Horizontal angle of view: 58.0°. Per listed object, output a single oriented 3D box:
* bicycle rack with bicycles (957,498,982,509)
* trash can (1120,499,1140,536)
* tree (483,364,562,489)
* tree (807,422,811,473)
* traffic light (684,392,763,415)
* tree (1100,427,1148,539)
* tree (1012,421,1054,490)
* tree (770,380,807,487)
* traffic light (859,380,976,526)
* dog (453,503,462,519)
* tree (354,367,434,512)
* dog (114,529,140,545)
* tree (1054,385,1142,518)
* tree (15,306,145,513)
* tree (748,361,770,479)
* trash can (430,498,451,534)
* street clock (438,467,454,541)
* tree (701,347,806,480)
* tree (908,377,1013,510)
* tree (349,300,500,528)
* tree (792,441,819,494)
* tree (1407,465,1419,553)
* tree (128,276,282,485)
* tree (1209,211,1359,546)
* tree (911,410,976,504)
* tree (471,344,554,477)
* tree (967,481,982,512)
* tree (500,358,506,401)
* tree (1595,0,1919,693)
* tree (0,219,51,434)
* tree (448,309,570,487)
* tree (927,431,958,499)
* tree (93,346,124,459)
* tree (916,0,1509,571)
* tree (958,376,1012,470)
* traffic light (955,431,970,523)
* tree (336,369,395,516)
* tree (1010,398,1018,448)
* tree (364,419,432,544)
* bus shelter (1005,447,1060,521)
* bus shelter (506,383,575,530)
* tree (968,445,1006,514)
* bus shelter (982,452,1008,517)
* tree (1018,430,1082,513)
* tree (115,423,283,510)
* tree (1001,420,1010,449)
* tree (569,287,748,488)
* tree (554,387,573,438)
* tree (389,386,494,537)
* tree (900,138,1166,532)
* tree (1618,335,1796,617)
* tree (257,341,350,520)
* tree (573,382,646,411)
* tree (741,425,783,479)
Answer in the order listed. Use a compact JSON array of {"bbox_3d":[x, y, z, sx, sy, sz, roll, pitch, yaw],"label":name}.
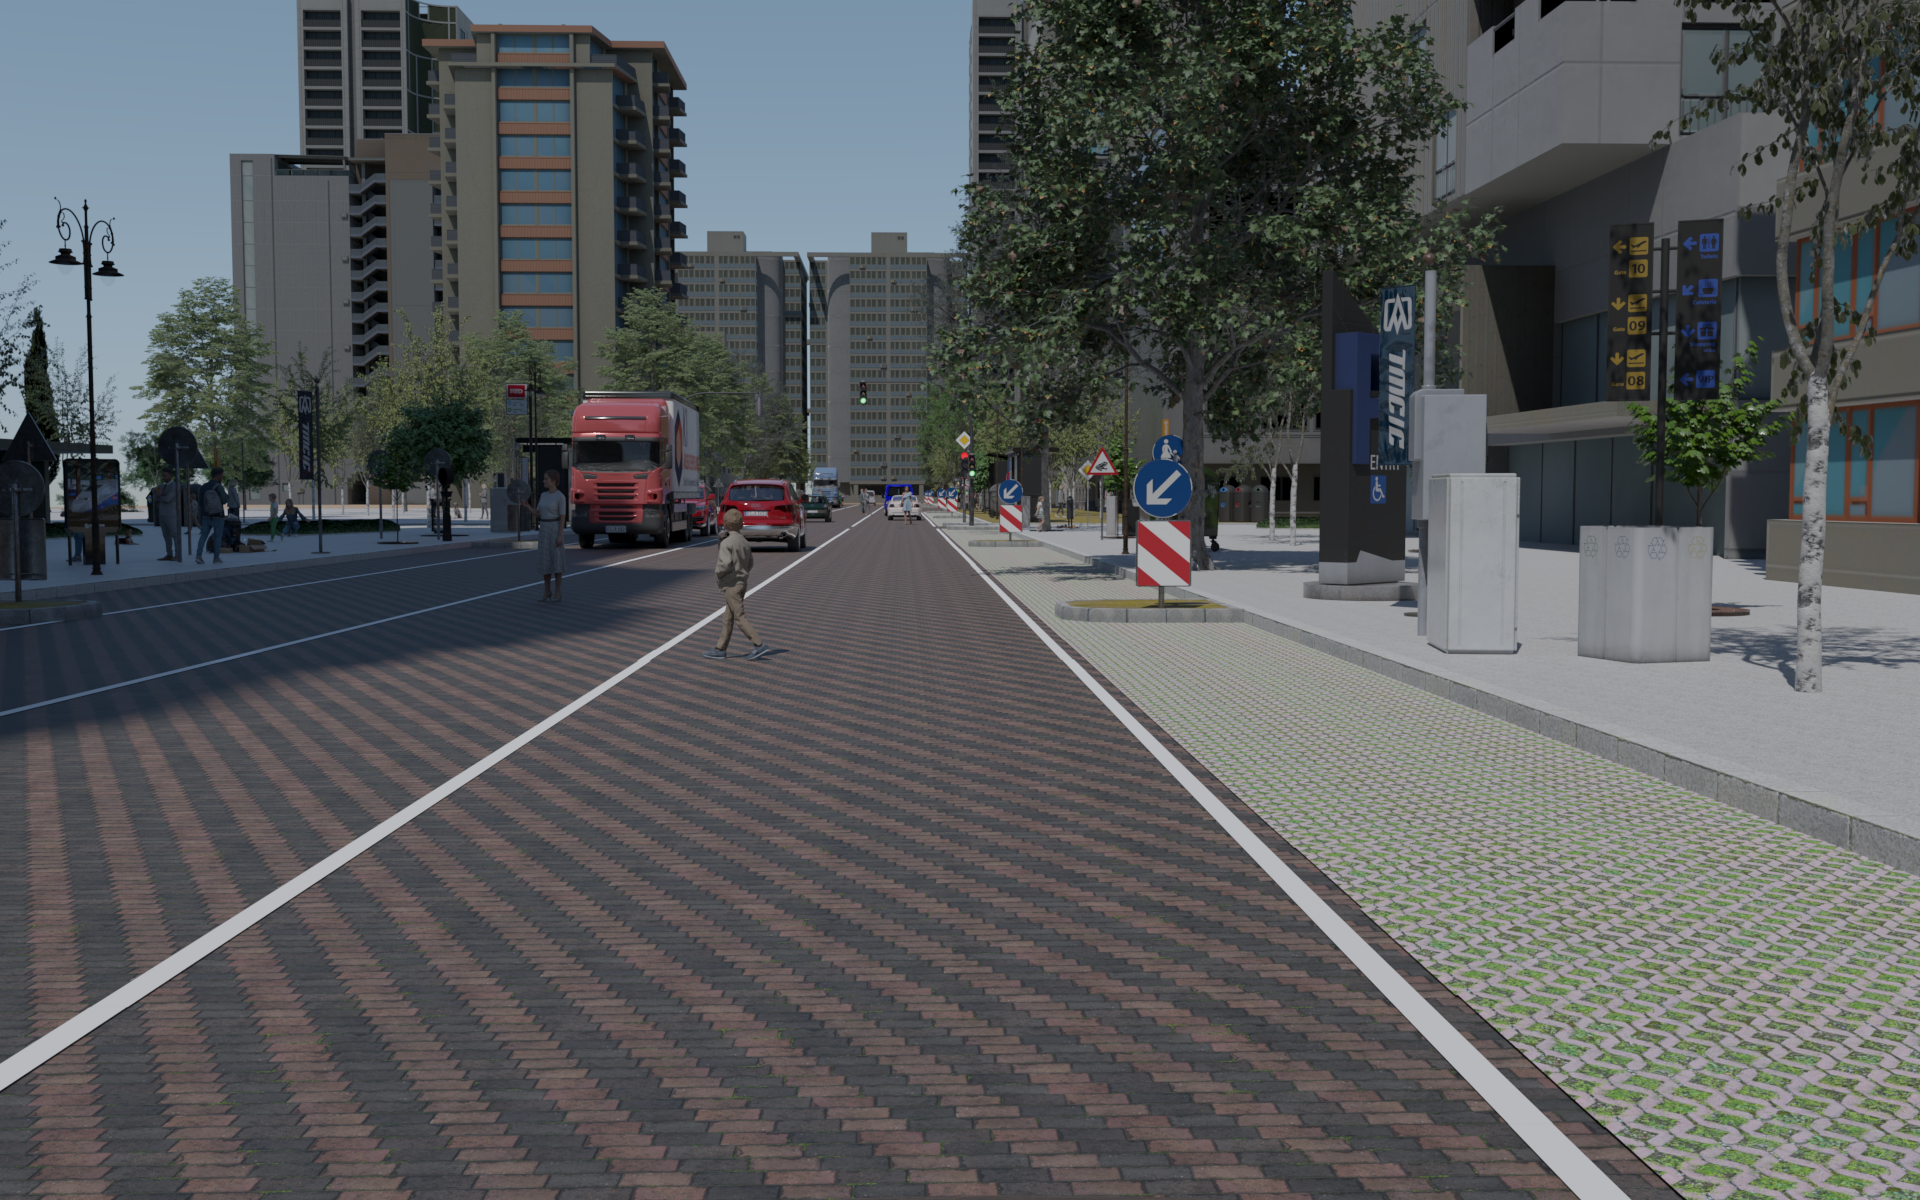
[{"bbox_3d":[1.079,-8.187,147.234,2.925,0.926,2.852,0,4,5],"label":"bicycle rack with bicycles"},{"bbox_3d":[5.240,-2.515,52.781,0.748,1.137,0.748,0,3,0],"label":"trash can"},{"bbox_3d":[-24.920,-9.016,97.775,4.360,8.622,3.978,0,3,0],"label":"tree"},{"bbox_3d":[-20.734,-17.020,196.399,7.486,12.596,7.792,0,3,0],"label":"tree"},{"bbox_3d":[-11.188,-6.276,77.285,4.771,5.953,1.251,0,4,-2],"label":"traffic light"},{"bbox_3d":[4.537,-3.393,50.072,1.663,3.219,1.824,0,3,0],"label":"tree"},{"bbox_3d":[6.369,-9.166,100.226,4.737,8.622,4.395,0,3,0],"label":"tree"},{"bbox_3d":[-18.894,-14.870,161.244,7.486,12.596,7.792,0,3,0],"label":"tree"},{"bbox_3d":[-1.646,-5.797,69.450,4.771,5.953,1.251,0,4,-2],"label":"traffic light"},{"bbox_3d":[-26.292,-4.689,91.047,0.800,0.831,0.513,-2,4,-33],"label":"dog"},{"bbox_3d":[-40.190,-11.700,125.705,8.767,10.594,7.601,0,4,0],"label":"tree"},{"bbox_3d":[-21.163,-1.603,43.951,0.550,0.427,0.748,-2,4,-33],"label":"dog"},{"bbox_3d":[7.447,-8.578,90.612,4.737,8.622,4.395,0,3,0],"label":"tree"},{"bbox_3d":[-66.532,-13.237,118.240,13.155,14.587,18.604,2,4,33],"label":"tree"},{"bbox_3d":[-17.582,-12.417,121.137,7.486,12.596,7.792,0,3,0],"label":"tree"},{"bbox_3d":[-16.901,-2.735,56.373,0.748,1.137,0.748,0,3,0],"label":"trash can"},{"bbox_3d":[-13.941,-2.597,47.024,0.471,2.002,0.358,3,5,42],"label":"street clock"},{"bbox_3d":[-17.923,-14.233,143.075,12.009,13.543,11.850,0,3,0],"label":"tree"},{"bbox_3d":[0.872,-13.277,142.836,9.928,11.665,9.643,0,3,0],"label":"tree"},{"bbox_3d":[-20.329,-7.078,66.084,4.737,8.622,4.395,0,3,0],"label":"tree"},{"bbox_3d":[-20.401,-16.983,228.032,4.737,8.622,4.395,0,3,0],"label":"tree"},{"bbox_3d":[10.507,-2.651,37.951,1.663,3.219,1.824,0,3,0],"label":"tree"},{"bbox_3d":[-39.363,-10.552,90.649,7.486,12.596,7.792,0,3,0],"label":"tree"},{"bbox_3d":[8.244,-5.664,42.963,4.360,8.622,3.978,0,3,0],"label":"tree"},{"bbox_3d":[-1.581,-19.759,229.718,9.857,13.997,8.962,0,3,0],"label":"tree"},{"bbox_3d":[-37.266,-14.192,142.403,12.009,13.543,11.850,0,3,0],"label":"tree"},{"bbox_3d":[1.202,-7.979,125.062,1.663,3.219,1.824,0,3,0],"label":"tree"},{"bbox_3d":[-23.041,-7.907,79.640,4.737,8.622,4.395,0,3,0],"label":"tree"},{"bbox_3d":[5.751,-3.707,10.972,4.360,8.622,3.978,0,3,0],"label":"tree"},{"bbox_3d":[-25.220,-5.703,43.612,4.360,8.622,3.978,0,3,0],"label":"tree"},{"bbox_3d":[-27.719,-11.494,106.056,7.486,12.596,7.792,0,3,0],"label":"tree"},{"bbox_3d":[-1.328,-14.623,189.454,4.737,8.622,4.395,0,3,0],"label":"tree"},{"bbox_3d":[-42.065,-8.054,82.041,4.360,8.622,3.978,0,3,0],"label":"tree"},{"bbox_3d":[4.020,-6.847,28.953,9.611,12.733,9.660,0,3,0],"label":"tree"},{"bbox_3d":[2.297,-9.574,106.900,4.737,8.622,4.395,0,3,0],"label":"tree"},{"bbox_3d":[0.177,-5.426,77.641,0.839,4.253,0.868,0,4,-2],"label":"traffic light"},{"bbox_3d":[-35.098,-9.311,102.597,4.360,8.622,3.978,0,3,0],"label":"tree"},{"bbox_3d":[5.794,-10.498,122.011,4.360,8.622,3.978,0,3,0],"label":"tree"},{"bbox_3d":[-14.392,-3.059,44.623,1.663,3.219,1.824,0,3,0],"label":"tree"},{"bbox_3d":[3.283,-6.370,81.775,2.179,5.291,8.768,0,4,-2],"label":"bus shelter"},{"bbox_3d":[-15.430,-5.374,65.491,2.179,5.291,8.768,0,4,-2],"label":"bus shelter"},{"bbox_3d":[1.693,-7.933,113.410,4.285,4.588,4.351,0,3,0],"label":"tree"},{"bbox_3d":[2.307,-6.681,100.512,1.731,3.624,6.357,0,4,-2],"label":"bus shelter"},{"bbox_3d":[6.292,-10.126,115.923,4.360,8.622,3.978,0,3,0],"label":"tree"},{"bbox_3d":[-60.370,-10.664,137.270,20.602,7.101,11.467,2,4,27],"label":"tree"},{"bbox_3d":[5.254,-11.317,135.392,4.360,8.622,3.978,0,3,0],"label":"tree"},{"bbox_3d":[-16.708,-10.840,95.363,7.486,12.596,7.792,0,3,0],"label":"tree"},{"bbox_3d":[-25.398,-10.159,116.466,4.737,8.622,4.395,0,3,0],"label":"tree"},{"bbox_3d":[-15.756,-4.230,52.874,4.285,4.588,4.351,0,3,0],"label":"tree"},{"bbox_3d":[2.817,-9.096,59.095,12.009,13.543,11.850,0,3,0],"label":"tree"},{"bbox_3d":[7.859,-1.471,18.647,1.663,3.219,1.824,0,3,0],"label":"tree"},{"bbox_3d":[-31.337,-8.199,84.422,4.737,8.622,4.395,0,3,0],"label":"tree"},{"bbox_3d":[-21.288,-9.694,108.854,4.737,8.622,4.395,0,3,0],"label":"tree"},{"bbox_3d":[-18.064,-12.461,154.097,4.360,8.622,3.978,0,3,0],"label":"tree"}]
